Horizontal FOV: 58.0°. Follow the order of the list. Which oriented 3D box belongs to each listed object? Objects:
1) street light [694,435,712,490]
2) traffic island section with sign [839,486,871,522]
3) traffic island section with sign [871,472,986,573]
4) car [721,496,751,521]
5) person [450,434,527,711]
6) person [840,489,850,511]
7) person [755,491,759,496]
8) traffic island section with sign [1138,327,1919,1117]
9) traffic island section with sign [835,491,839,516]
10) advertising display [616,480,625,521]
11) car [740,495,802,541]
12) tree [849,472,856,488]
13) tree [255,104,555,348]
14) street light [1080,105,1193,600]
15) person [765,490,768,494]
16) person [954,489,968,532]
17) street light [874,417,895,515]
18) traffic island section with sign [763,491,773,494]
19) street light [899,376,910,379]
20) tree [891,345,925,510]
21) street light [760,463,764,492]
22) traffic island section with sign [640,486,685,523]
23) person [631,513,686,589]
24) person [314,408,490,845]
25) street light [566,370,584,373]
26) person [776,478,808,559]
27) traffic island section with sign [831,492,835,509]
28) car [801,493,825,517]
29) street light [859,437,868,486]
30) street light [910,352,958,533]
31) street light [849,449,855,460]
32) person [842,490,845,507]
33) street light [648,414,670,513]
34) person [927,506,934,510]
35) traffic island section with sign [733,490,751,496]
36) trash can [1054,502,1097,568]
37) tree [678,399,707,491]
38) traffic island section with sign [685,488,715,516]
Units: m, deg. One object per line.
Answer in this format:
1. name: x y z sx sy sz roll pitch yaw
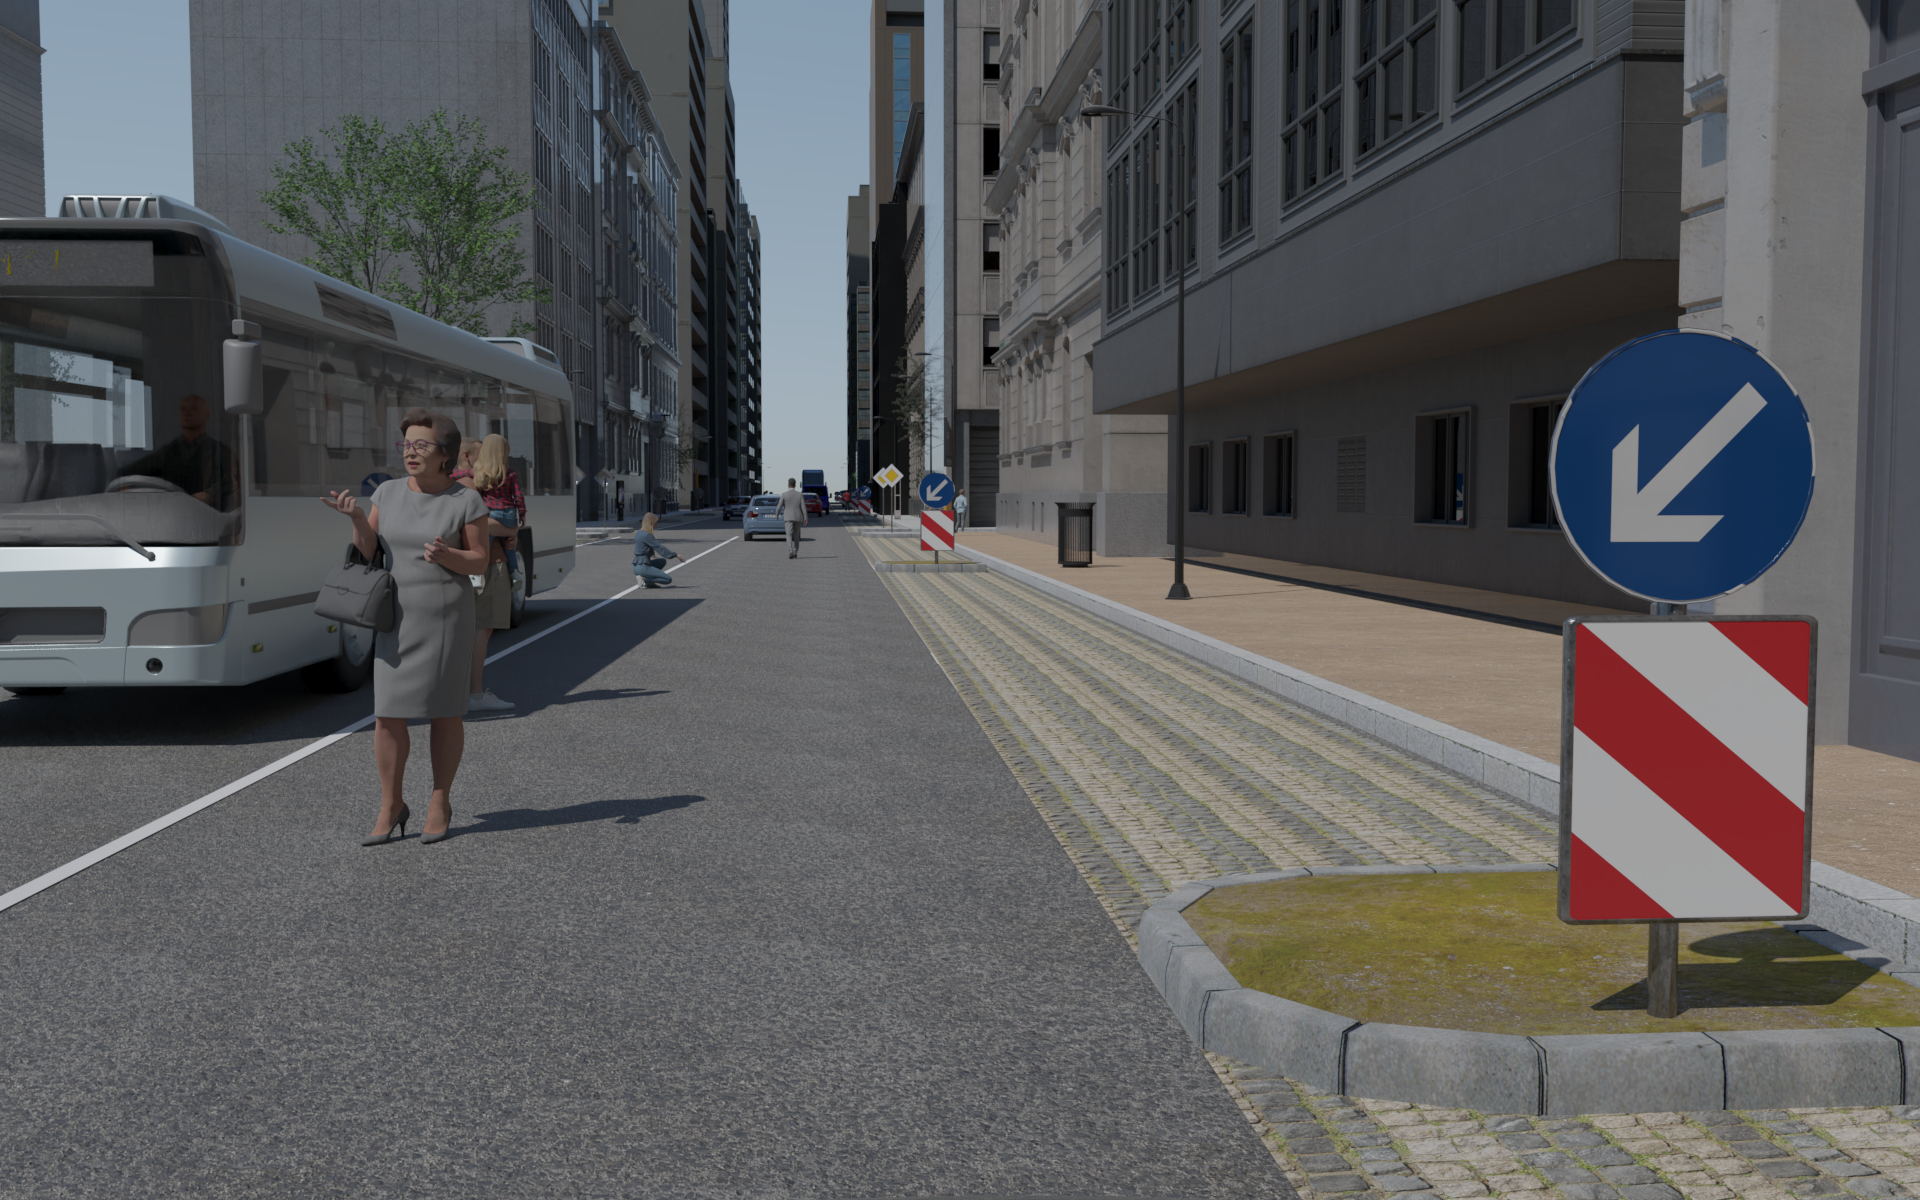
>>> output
1. street light: -20.756 -10.266 140.384 1.470 5.913 1.316 0 4 -5
2. traffic island section with sign: -4.984 -4.849 87.911 1.989 1.847 2.006 0 4 -5
3. traffic island section with sign: -0.586 -1.446 32.271 1.989 1.847 2.006 0 4 -5
4. car: -12.010 -5.005 94.417 1.945 1.354 3.894 0 4 -5
5. person: -3.176 -0.189 11.569 0.580 1.828 0.573 1 4 17
6. person: -9.423 -8.348 144.920 1.348 1.831 0.705 -1 4 -14
7. person: -22.579 -11.276 193.538 1.217 1.739 0.721 -3 4 -38
8. traffic island section with sign: 1.571 0.226 4.926 1.989 1.847 2.006 0 4 -5
9. traffic island section with sign: -7.104 -6.493 114.783 1.989 1.847 2.006 0 4 -5
10. advertising display: -16.013 -4.675 81.642 0.123 1.923 0.974 0 4 5
11. car: -5.858 -2.571 54.043 2.014 1.417 4.499 0 4 -6
12. tree: -12.756 -14.656 223.339 4.285 4.588 4.351 0 3 0
13. tree: -14.978 -7.428 47.202 9.928 11.665 9.643 0 3 0
14. street light: 2.131 -2.958 20.909 1.470 5.913 1.316 0 4 -5
15. person: -15.703 -8.098 141.608 0.721 1.736 1.217 -1 4 -9
16. person: 0.061 -3.061 60.350 0.330 1.601 0.589 -3 5 -44
17. street light: -4.454 -8.034 103.905 1.470 5.913 1.316 0 4 -5
18. traffic island section with sign: -29.696 -16.170 273.009 1.989 1.847 2.006 0 4 -5
19. street light: -1.681 -5.840 68.028 1.470 5.913 1.316 0 4 -5
20. tree: -1.419 -7.992 81.035 4.360 8.622 3.978 0 3 0
21. street light: -30.027 -17.541 259.329 1.470 5.913 1.316 0 4 -5
22. traffic island section with sign: -15.012 -4.793 87.000 1.989 1.847 2.006 0 4 -5
23. person: -4.654 -0.757 26.377 0.738 1.151 1.012 -1 4 -23
24. person: -2.298 0.110 7.063 0.716 1.782 0.532 0 4 3
25. street light: -14.786 -5.657 65.035 1.470 5.913 1.316 0 4 -5
26. person: -3.730 -1.816 38.465 0.678 1.792 0.850 -1 4 -12
27. traffic island section with sign: -11.062 -9.560 164.929 1.989 1.847 2.006 0 4 -5
28. car: -9.532 -6.084 108.510 2.155 1.783 4.494 0 4 -4
29. street light: -7.724 -10.509 144.364 1.470 5.913 1.316 0 4 -5
30. street light: -0.795 -5.152 56.773 1.470 5.913 1.316 0 4 -5
31. street light: -10.499 -12.703 180.240 1.470 5.913 1.316 0 4 -5
32. person: -11.730 -10.086 173.371 0.705 1.831 1.348 -1 4 -17
33. street light: -17.555 -7.854 100.953 1.470 5.913 1.316 0 4 -5
34. person: -0.841 -2.077 47.133 0.373 1.253 0.362 1 4 15
35. traffic island section with sign: -21.088 -9.494 163.858 1.989 1.847 2.006 0 4 -5
36. trash can: 2.015 -1.138 30.265 0.748 1.137 0.748 0 3 0
37. tree: -21.563 -11.086 131.623 4.360 8.622 3.978 0 3 0
38. traffic island section with sign: -17.157 -6.453 114.132 1.989 1.847 2.006 0 4 -5
